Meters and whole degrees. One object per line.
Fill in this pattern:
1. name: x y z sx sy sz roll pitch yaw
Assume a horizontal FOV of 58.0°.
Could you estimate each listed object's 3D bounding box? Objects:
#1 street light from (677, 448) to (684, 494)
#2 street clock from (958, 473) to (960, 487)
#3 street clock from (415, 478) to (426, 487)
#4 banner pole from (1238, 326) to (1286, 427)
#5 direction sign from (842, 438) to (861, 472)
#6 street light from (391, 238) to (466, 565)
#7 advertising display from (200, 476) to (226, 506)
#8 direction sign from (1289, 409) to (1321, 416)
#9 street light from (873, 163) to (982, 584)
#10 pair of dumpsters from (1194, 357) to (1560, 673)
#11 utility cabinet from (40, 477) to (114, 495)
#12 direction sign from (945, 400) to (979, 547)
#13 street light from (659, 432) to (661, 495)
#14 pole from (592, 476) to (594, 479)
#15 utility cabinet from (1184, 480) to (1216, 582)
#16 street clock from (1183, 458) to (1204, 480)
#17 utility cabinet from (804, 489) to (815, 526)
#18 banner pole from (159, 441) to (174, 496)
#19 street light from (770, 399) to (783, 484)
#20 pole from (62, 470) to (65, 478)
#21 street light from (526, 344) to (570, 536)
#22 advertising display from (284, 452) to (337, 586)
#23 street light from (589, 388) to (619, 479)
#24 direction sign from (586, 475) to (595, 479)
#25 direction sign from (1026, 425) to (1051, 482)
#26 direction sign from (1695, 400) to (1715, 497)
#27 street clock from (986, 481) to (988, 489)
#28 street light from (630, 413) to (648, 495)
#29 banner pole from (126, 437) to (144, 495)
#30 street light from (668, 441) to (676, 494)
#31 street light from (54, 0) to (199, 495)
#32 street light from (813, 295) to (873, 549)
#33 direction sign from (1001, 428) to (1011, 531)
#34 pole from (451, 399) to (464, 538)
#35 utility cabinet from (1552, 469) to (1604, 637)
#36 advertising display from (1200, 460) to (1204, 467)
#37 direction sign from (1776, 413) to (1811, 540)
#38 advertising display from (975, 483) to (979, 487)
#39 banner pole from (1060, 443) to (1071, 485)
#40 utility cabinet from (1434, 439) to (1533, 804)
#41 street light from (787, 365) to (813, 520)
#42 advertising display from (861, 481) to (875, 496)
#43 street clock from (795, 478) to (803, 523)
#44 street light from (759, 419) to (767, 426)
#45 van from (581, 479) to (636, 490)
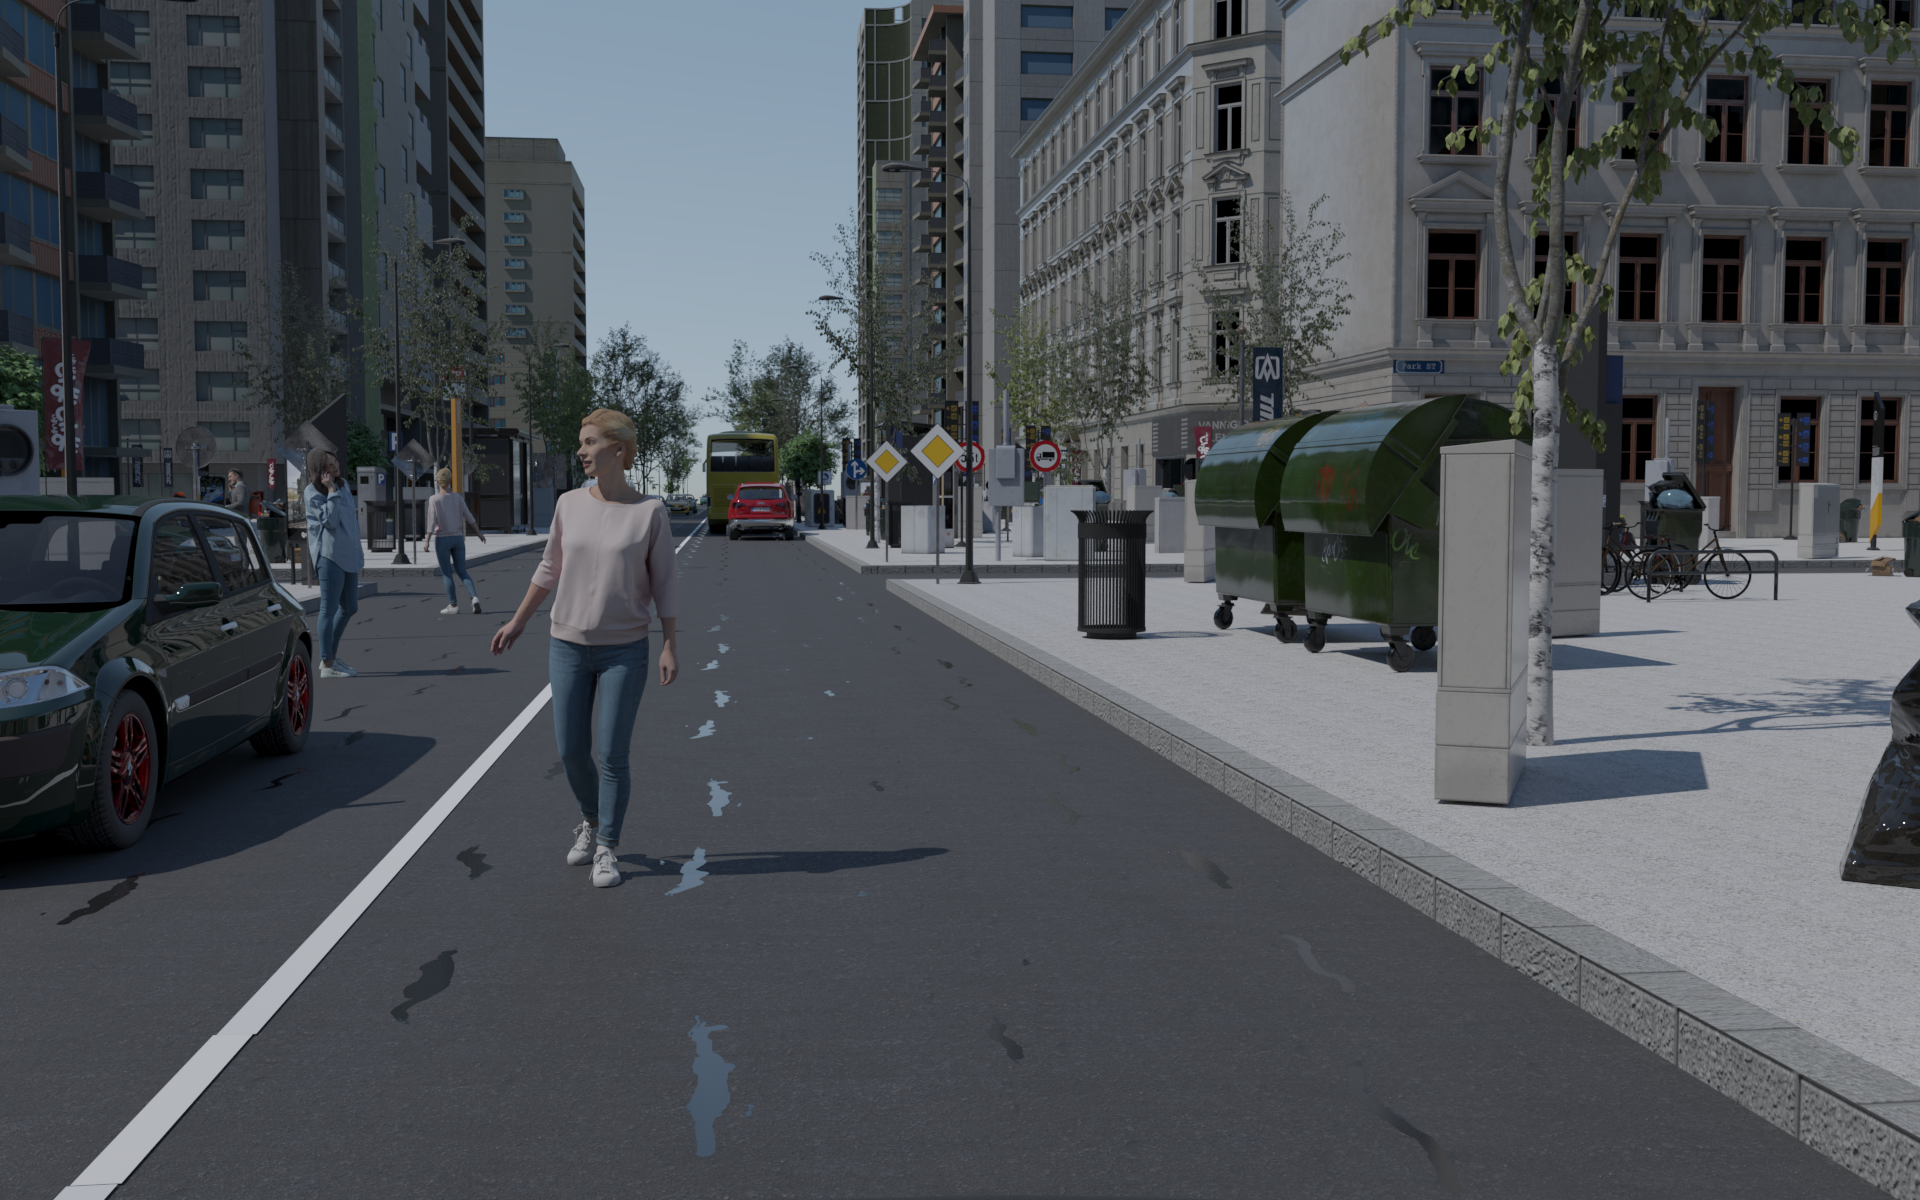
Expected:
1. street light: -28.749 -12.311 173.820 1.470 5.913 1.316 0 4 -8
2. street clock: -0.136 -3.362 59.538 0.358 2.002 0.471 -1 4 -15
3. street clock: -24.328 -4.500 78.147 0.471 2.002 0.358 -2 4 -26
4. banner pole: 4.448 -2.200 25.987 0.863 3.779 0.401 0 4 -6
5. direction sign: -4.372 -4.769 69.976 0.876 3.537 0.379 -2 4 -33
6. street light: -9.671 -3.609 31.540 1.470 5.913 1.316 0 4 -8
7. advertising display: -27.373 -3.563 63.475 0.974 1.923 0.123 1 4 12
8. direction sign: 9.224 -3.327 46.400 0.876 3.537 0.379 0 4 -6
9. street light: -0.404 -3.181 24.544 1.470 5.913 1.316 0 4 -8
10. pair of dumpsters: 3.301 -0.730 14.432 1.574 2.255 4.437 0 4 -8
11. utility cabinet: -12.097 -0.902 23.422 1.173 1.500 0.318 -3 5 -40
12. direction sign: 0.044 -3.062 42.053 0.876 3.537 0.379 -1 4 -20
13. street light: -22.809 -9.583 129.224 1.470 5.913 1.316 0 4 -8
14. pole: -21.795 -6.669 102.873 0.158 3.312 0.155 0 3 0
15. utility cabinet: 3.540 -1.022 25.394 0.318 1.500 1.173 1 4 19
16. street clock: 4.707 -1.836 34.596 0.471 2.002 0.358 3 5 43
17. utility cabinet: -6.032 -3.731 69.687 0.318 1.500 1.173 0 4 2
18. banner pole: -37.672 -5.634 82.131 0.401 3.779 0.863 2 4 32
19. street light: -8.549 -6.862 84.736 1.470 5.913 1.316 0 4 -8
20. pole: -15.915 -2.264 30.861 0.158 3.312 0.155 0 3 0
21. street light: -12.725 -4.954 53.533 1.470 5.913 1.316 0 4 -8
22. advertising display: -9.082 -1.164 24.253 0.974 1.923 0.123 2 4 32
23. street light: -15.686 -6.337 76.152 1.470 5.913 1.316 0 4 -8
24. direction sign: -16.314 -5.220 77.348 0.876 3.537 0.379 1 4 18
25. direction sign: 2.579 -3.985 57.158 0.876 3.537 0.379 -1 4 -18
26. direction sign: 18.072 -3.063 42.073 0.876 3.537 0.379 -3 5 -41
27. street clock: 1.647 -5.532 95.022 0.471 2.002 0.358 3 5 41
28. street light: -18.883 -7.771 99.598 1.470 5.913 1.316 0 4 -8
29. banner pole: -36.596 -5.305 76.746 0.863 3.779 0.401 -3 5 -42
30. street light: -25.819 -10.965 151.811 1.470 5.913 1.316 0 4 -8
31. street light: -7.659 -2.654 15.941 1.470 5.913 1.316 0 4 -8
32. street light: -2.604 -4.166 40.647 1.470 5.913 1.316 0 4 -8
33. direction sign: 1.596 -4.157 59.966 0.379 3.537 0.876 -1 4 -19
34. pole: -10.783 -2.649 37.158 0.158 3.312 0.155 0 3 0
35. utility cabinet: 5.198 -0.414 15.448 1.173 1.500 0.318 -2 4 -30
36. advertising display: 4.881 -1.710 33.170 0.123 1.923 0.974 3 4 38
37. direction sign: 23.301 -3.455 48.485 0.876 3.537 0.379 0 4 4
38. advertising display: 0.599 -5.593 96.659 0.974 1.923 0.123 0 4 2
39. banner pole: 5.221 -5.838 85.461 0.863 3.779 0.401 3 5 44
40. utility cabinet: 2.301 0.065 7.610 0.318 1.500 1.173 1 4 21
41. street light: -5.544 -5.512 62.655 1.470 5.913 1.316 0 4 -8
42. advertising display: -4.612 -5.065 88.031 0.974 1.923 0.123 1 4 13
43. street clock: -7.121 -4.405 76.599 0.358 2.002 0.471 0 4 8
44. street light: -11.512 -8.221 106.952 1.470 5.913 1.316 0 4 -8
45. van: -9.219 -2.339 45.259 2.013 2.044 4.112 0 4 -8
